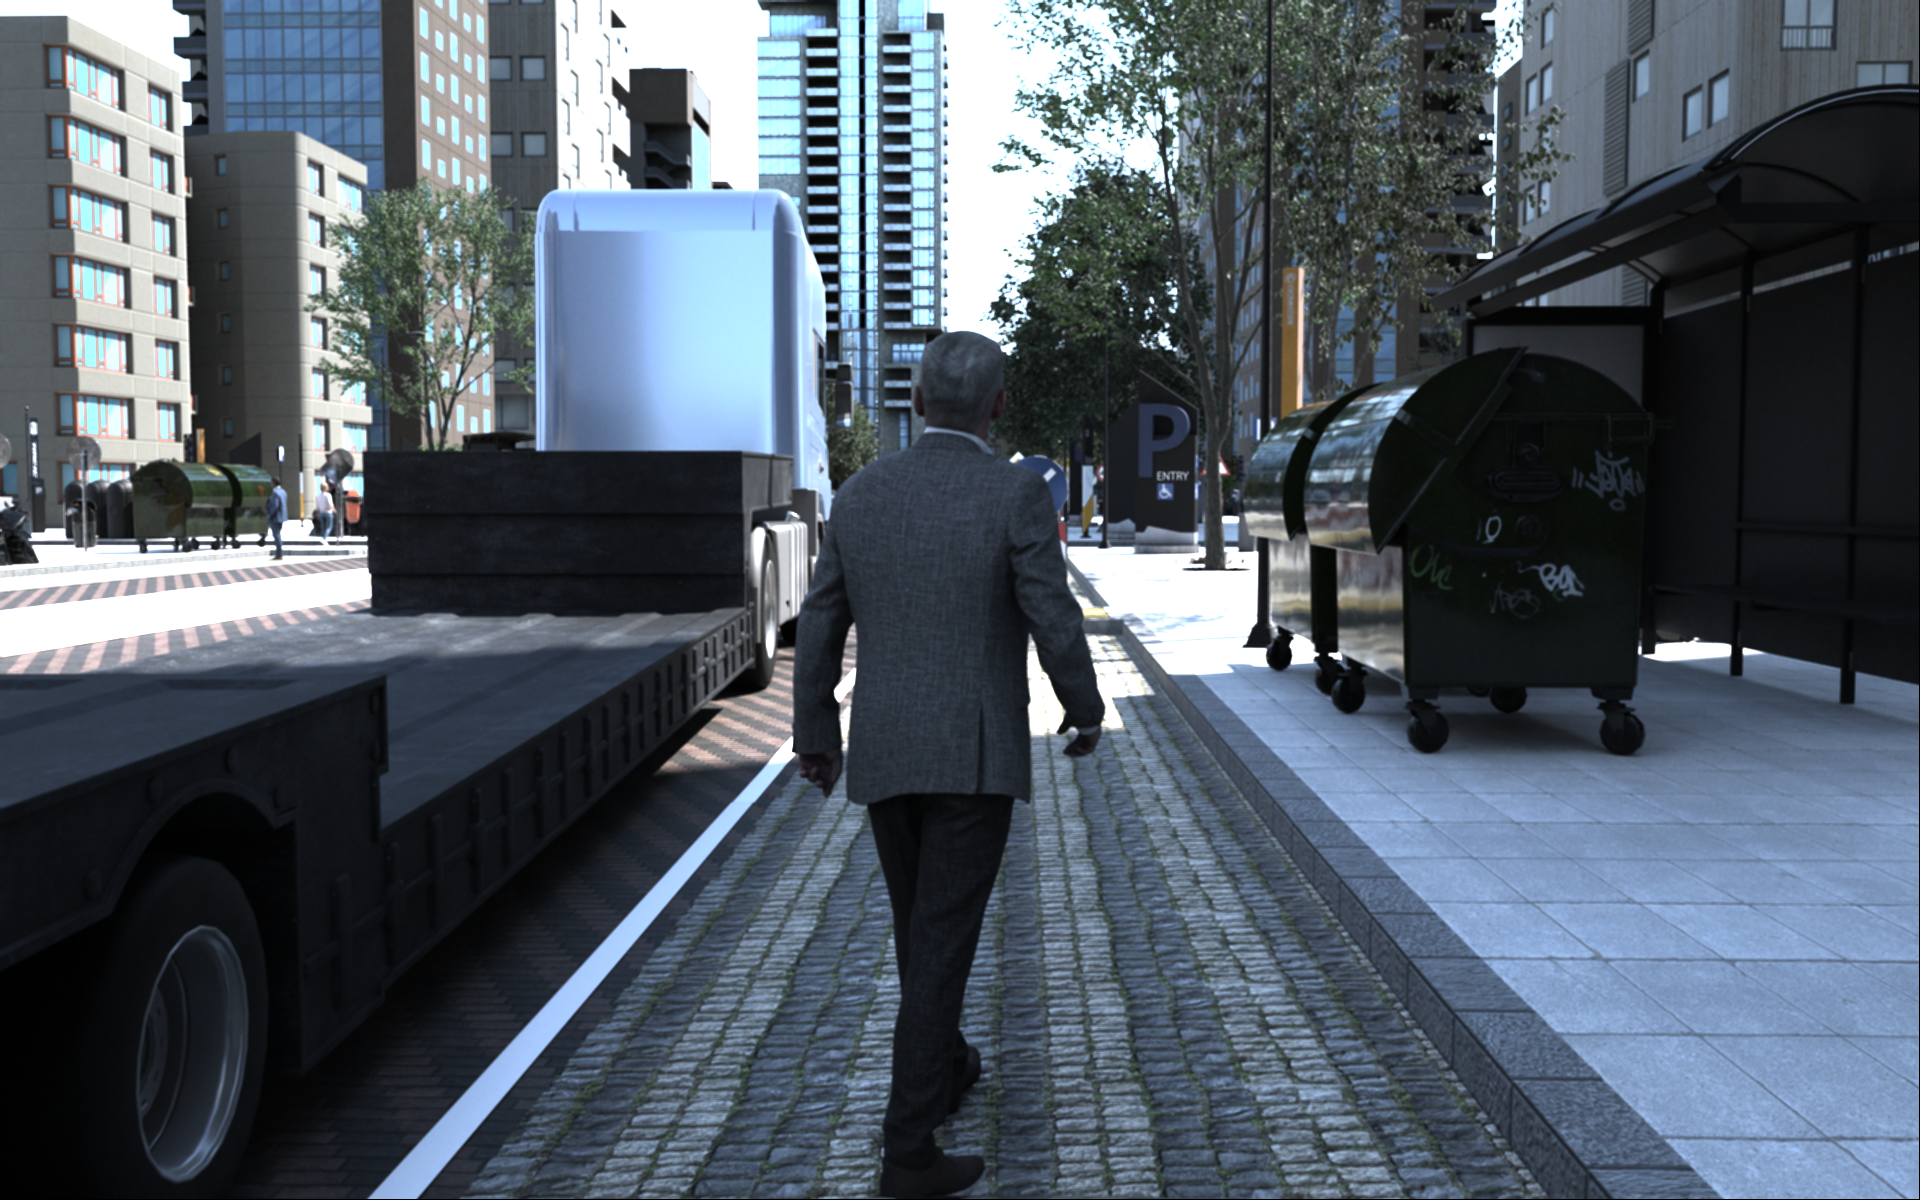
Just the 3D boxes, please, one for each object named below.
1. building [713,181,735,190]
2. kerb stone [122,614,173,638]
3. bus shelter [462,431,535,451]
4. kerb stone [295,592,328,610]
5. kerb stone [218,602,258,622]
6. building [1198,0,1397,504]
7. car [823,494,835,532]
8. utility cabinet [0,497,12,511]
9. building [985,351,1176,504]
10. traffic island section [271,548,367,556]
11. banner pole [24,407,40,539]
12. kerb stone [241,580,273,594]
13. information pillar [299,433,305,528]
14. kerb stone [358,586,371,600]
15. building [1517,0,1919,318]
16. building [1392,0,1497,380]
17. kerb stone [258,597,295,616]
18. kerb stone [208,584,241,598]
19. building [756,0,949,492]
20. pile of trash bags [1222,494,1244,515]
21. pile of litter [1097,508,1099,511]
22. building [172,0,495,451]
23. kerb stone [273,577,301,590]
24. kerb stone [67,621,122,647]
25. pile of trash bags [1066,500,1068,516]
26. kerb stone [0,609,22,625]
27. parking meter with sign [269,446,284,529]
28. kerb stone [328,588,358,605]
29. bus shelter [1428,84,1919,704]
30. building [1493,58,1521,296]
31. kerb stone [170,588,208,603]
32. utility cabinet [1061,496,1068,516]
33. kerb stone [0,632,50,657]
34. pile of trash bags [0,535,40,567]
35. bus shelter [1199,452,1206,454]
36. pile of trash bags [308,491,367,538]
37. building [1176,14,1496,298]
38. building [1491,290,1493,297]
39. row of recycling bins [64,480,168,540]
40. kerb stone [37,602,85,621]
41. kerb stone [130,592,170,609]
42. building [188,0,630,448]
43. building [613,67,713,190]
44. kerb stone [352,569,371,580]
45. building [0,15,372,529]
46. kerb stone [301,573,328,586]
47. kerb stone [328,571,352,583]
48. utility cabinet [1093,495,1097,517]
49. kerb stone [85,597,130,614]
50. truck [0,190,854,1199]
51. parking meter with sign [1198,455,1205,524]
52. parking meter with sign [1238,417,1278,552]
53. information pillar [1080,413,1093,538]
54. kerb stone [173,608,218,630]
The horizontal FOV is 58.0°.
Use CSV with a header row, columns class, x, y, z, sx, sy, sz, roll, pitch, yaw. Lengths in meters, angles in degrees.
class,x,y,z,sx,sy,sz,roll,pitch,yaw
building,-44.580,-35.451,234.255,28.867,44.769,22.147,0,4,2
kerb stone,-8.390,0.273,17.732,0.120,0.150,1.000,0,4,2
bus shelter,-17.562,-4.653,67.367,1.731,3.624,6.357,0,4,2
kerb stone,-8.258,0.022,21.832,0.120,0.150,1.000,0,4,2
kerb stone,-8.324,0.153,19.776,0.120,0.150,1.000,0,4,2
building,28.349,-30.563,149.819,14.600,45.320,14.200,0,4,2
car,-4.270,-3.232,64.648,2.131,1.459,4.920,0,4,0
utility cabinet,-19.255,-1.430,34.541,1.020,1.237,0.306,3,5,40
building,16.033,-23.836,234.751,28.899,21.520,27.650,0,4,2
traffic island section,-14.842,-1.161,41.259,2.009,0.180,2.903,0,4,2
banner pole,-26.701,-3.660,49.859,0.401,3.779,0.863,0,4,-3
kerb stone,-10.249,-0.173,25.035,0.120,0.150,1.000,0,4,2
information pillar,-25.115,-4.567,66.031,0.183,3.616,0.504,-1,4,-23
kerb stone,-8.195,-0.103,23.875,0.120,0.150,1.000,0,4,2
building,40.894,-29.626,73.623,27.495,52.752,28.713,0,4,2
building,26.509,-28.456,115.368,14.600,45.320,14.200,0,4,2
kerb stone,-8.290,0.085,20.802,0.120,0.150,1.000,0,4,2
kerb stone,-10.286,-0.102,24.014,0.120,0.150,1.000,0,4,2
building,-14.538,-56.176,231.142,31.000,86.520,22.319,0,4,2
pile of trash bags,16.318,-5.784,104.323,1.912,1.369,3.447,2,4,32
pile of litter,9.966,-6.599,121.861,1.719,0.858,1.176,-1,4,-11
building,-37.757,-27.895,106.197,14.600,45.320,14.200,0,4,2
kerb stone,-10.224,-0.236,26.062,0.120,0.150,1.000,0,4,2
kerb stone,-8.427,0.337,16.707,0.120,0.150,1.000,0,4,2
pile of trash bags,6.415,-5.608,101.450,3.447,1.369,1.912,1,4,17
kerb stone,-10.445,0.204,18.893,0.120,0.150,1.000,0,4,2
parking meter with sign,-25.598,-4.090,63.128,1.738,3.016,0.543,0,4,-5
kerb stone,-8.221,-0.035,22.854,0.120,0.150,1.000,0,4,2
bus shelter,4.724,-1.066,11.345,2.014,3.302,5.546,0,4,2
building,66.700,-33.578,172.698,21.600,48.544,21.300,0,4,2
kerb stone,-10.317,-0.048,22.992,0.120,0.150,1.000,0,4,2
utility cabinet,6.390,-5.616,102.991,1.020,1.237,0.306,1,4,16
kerb stone,-8.447,0.398,15.685,0.120,0.150,1.000,0,4,2
pile of trash bags,-18.484,-1.320,31.327,3.447,1.369,1.912,1,4,15
bus shelter,8.299,-4.519,67.808,2.014,3.302,5.546,0,4,2
pile of trash bags,-18.475,-2.595,52.179,1.912,1.369,3.447,-2,4,-27
building,35.960,-35.546,170.421,28.713,52.752,27.495,0,4,2
building,65.015,-27.822,226.585,14.107,30.474,14.160,0,4,2
row of recycling bins,-24.182,-2.597,49.582,3.534,1.692,1.069,1,4,21
kerb stone,-10.416,0.139,19.917,0.120,0.150,1.000,0,4,2
kerb stone,-10.355,0.022,21.970,0.120,0.150,1.000,0,4,2
building,-41.969,-33.570,138.107,28.713,52.752,27.495,0,4,2
building,-33.835,-32.394,179.749,14.200,45.320,14.600,0,4,2
kerb stone,-10.126,-0.424,29.134,0.120,0.150,1.000,0,4,2
building,-45.501,-14.227,77.657,27.650,21.520,28.899,0,4,2
kerb stone,-10.191,-0.299,27.092,0.120,0.150,1.000,0,4,2
kerb stone,-10.159,-0.362,28.113,0.120,0.150,1.000,0,4,2
utility cabinet,7.328,-5.310,97.983,0.306,1.237,1.020,3,5,41
kerb stone,-10.385,0.080,20.946,0.120,0.150,1.000,0,4,2
truck,-2.604,-1.213,9.587,2.967,4.110,18.799,0,4,0
parking meter with sign,10.437,-4.842,75.424,0.543,3.016,1.738,1,4,14
parking meter with sign,6.639,-2.599,38.761,0.543,3.016,1.738,1,4,23
information pillar,3.723,-3.621,50.558,0.183,3.616,0.504,2,4,35
kerb stone,-8.353,0.211,18.754,0.120,0.150,1.000,0,4,2
